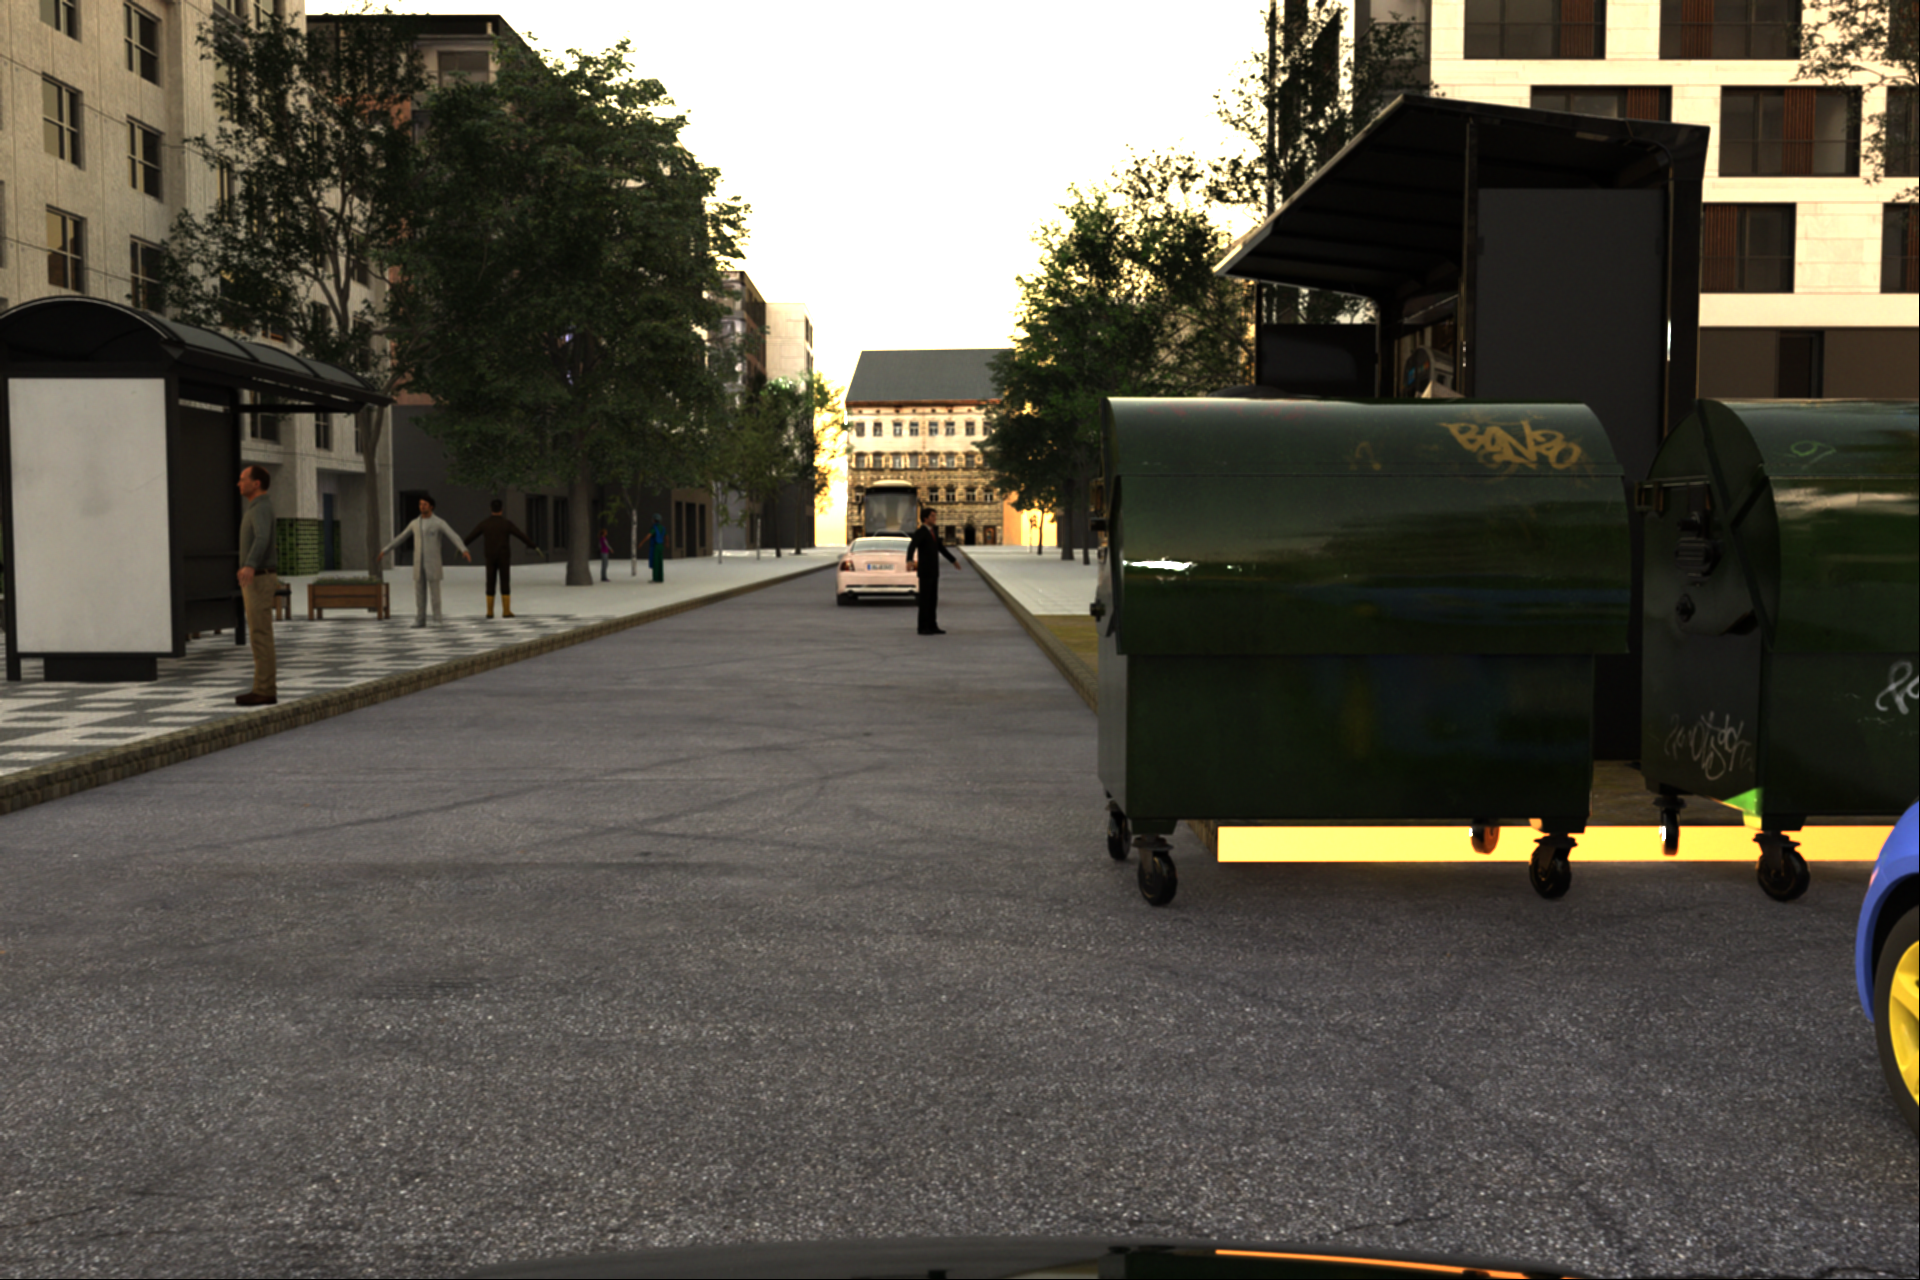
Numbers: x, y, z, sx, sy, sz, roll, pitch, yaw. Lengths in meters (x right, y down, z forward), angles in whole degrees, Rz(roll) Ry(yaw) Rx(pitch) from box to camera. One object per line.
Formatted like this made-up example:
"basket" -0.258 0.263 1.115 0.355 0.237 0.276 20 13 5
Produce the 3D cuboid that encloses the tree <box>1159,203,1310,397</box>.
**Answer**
"tree" 5.797 -5.446 39.410 4.360 8.622 3.978 0 3 0

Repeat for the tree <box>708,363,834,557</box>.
"tree" -10.342 -9.839 95.277 7.601 10.594 8.767 0 4 3

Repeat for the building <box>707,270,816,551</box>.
"building" -27.528 -18.738 150.348 27.936 21.610 32.646 0 4 -1

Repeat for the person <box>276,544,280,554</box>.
"person" -12.230 -1.485 30.748 0.721 1.772 1.216 -1 4 -14

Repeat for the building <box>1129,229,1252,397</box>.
"building" 20.971 -18.514 133.634 19.493 23.208 18.063 0 3 0

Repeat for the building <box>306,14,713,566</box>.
"building" -28.487 -14.730 84.813 27.936 21.610 32.646 0 4 0

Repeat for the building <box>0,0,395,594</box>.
"building" -28.490 -10.941 45.346 16.747 18.905 31.486 0 3 0

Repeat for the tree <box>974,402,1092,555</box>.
"tree" 5.024 -10.531 106.597 8.767 10.594 7.601 -1 4 -20

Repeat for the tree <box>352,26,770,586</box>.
"tree" -9.626 -8.330 42.843 9.857 13.997 8.962 0 3 0

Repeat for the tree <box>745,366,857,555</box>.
"tree" -9.860 -11.052 106.458 9.928 11.665 9.643 0 3 0

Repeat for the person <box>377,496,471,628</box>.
"person" -7.315 -1.074 23.746 1.347 1.806 0.705 1 4 9

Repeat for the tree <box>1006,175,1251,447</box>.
"tree" 4.931 -7.671 51.171 9.928 11.665 9.643 0 3 0

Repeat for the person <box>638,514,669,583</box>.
"person" -7.993 -2.409 45.506 0.704 1.817 1.347 2 4 25

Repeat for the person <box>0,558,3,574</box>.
"person" -9.633 -0.646 16.330 0.705 1.858 1.354 2 4 28

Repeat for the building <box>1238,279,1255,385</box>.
"building" 24.729 -15.651 86.830 19.493 23.208 18.063 0 4 0

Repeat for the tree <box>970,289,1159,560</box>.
"tree" 5.240 -10.937 85.480 9.857 13.997 8.962 0 3 0

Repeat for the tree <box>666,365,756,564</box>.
"tree" -10.522 -7.585 74.385 4.737 8.622 4.395 0 3 0

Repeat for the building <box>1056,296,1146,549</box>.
"building" 22.977 -19.647 165.209 27.936 21.610 32.646 0 4 0

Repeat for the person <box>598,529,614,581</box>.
"person" -9.598 -2.309 47.023 0.599 1.433 0.991 -2 4 -28

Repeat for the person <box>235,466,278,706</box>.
"person" -5.331 -0.417 13.095 0.705 1.796 1.348 -1 4 -23

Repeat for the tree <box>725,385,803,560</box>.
"tree" -9.958 -8.296 86.009 4.737 8.622 4.395 0 3 0

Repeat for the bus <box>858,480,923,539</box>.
"bus" -3.171 -5.595 83.027 2.896 3.916 12.252 0 4 -1

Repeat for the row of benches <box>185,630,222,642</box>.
"row of benches" -9.449 -0.292 20.230 1.422 0.672 4.104 -1 4 -9

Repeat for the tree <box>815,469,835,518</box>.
"tree" -18.008 -16.314 201.150 7.601 10.594 8.767 0 4 -3

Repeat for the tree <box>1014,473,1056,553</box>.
"tree" 4.915 -10.032 114.386 4.737 8.622 4.395 0 3 0

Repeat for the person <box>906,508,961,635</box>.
"person" -0.428 -0.986 24.757 0.705 1.806 1.347 2 4 32

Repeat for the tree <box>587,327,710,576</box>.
"tree" -9.961 -6.300 53.372 4.737 8.622 4.395 0 3 0

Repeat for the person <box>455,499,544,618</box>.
"person" -7.075 -1.247 26.529 1.346 1.812 0.704 0 4 -3

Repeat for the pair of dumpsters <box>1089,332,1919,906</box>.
"pair of dumpsters" 2.749 -0.137 7.190 4.436 2.255 1.574 0 4 -1

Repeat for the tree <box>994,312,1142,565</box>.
"tree" 4.936 -8.405 71.832 7.601 10.594 8.767 -1 4 -11

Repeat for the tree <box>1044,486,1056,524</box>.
"tree" 13.295 -17.315 201.224 7.486 12.596 7.792 0 3 0

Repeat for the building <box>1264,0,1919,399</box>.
"building" 23.811 -13.140 58.807 27.936 21.610 32.646 0 4 0

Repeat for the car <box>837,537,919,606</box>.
"car" -1.555 -1.452 36.104 2.083 1.381 4.827 0 4 0

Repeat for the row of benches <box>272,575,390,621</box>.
"row of benches" -10.451 -0.624 25.662 4.104 0.672 1.422 0 4 -8

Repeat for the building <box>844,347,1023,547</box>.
"building" -2.709 -22.665 203.954 18.063 23.208 19.493 1 4 9

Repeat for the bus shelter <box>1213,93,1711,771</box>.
"bus shelter" 3.163 -1.291 12.398 1.731 3.624 6.357 0 4 -1

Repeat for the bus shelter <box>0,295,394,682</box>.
"bus shelter" -7.578 -1.441 17.487 2.014 3.302 5.546 0 4 -1

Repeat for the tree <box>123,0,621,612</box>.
"tree" -9.569 -5.758 28.550 8.767 10.594 7.601 0 4 3

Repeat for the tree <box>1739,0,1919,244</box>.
"tree" 11.787 -6.420 15.342 12.009 13.543 11.850 0 3 0

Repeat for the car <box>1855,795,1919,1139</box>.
"car" 3.083 0.412 2.858 1.945 1.707 3.694 0 4 -1

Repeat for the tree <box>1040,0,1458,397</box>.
"tree" 5.596 -5.823 29.611 8.767 10.594 7.601 -1 4 -9
